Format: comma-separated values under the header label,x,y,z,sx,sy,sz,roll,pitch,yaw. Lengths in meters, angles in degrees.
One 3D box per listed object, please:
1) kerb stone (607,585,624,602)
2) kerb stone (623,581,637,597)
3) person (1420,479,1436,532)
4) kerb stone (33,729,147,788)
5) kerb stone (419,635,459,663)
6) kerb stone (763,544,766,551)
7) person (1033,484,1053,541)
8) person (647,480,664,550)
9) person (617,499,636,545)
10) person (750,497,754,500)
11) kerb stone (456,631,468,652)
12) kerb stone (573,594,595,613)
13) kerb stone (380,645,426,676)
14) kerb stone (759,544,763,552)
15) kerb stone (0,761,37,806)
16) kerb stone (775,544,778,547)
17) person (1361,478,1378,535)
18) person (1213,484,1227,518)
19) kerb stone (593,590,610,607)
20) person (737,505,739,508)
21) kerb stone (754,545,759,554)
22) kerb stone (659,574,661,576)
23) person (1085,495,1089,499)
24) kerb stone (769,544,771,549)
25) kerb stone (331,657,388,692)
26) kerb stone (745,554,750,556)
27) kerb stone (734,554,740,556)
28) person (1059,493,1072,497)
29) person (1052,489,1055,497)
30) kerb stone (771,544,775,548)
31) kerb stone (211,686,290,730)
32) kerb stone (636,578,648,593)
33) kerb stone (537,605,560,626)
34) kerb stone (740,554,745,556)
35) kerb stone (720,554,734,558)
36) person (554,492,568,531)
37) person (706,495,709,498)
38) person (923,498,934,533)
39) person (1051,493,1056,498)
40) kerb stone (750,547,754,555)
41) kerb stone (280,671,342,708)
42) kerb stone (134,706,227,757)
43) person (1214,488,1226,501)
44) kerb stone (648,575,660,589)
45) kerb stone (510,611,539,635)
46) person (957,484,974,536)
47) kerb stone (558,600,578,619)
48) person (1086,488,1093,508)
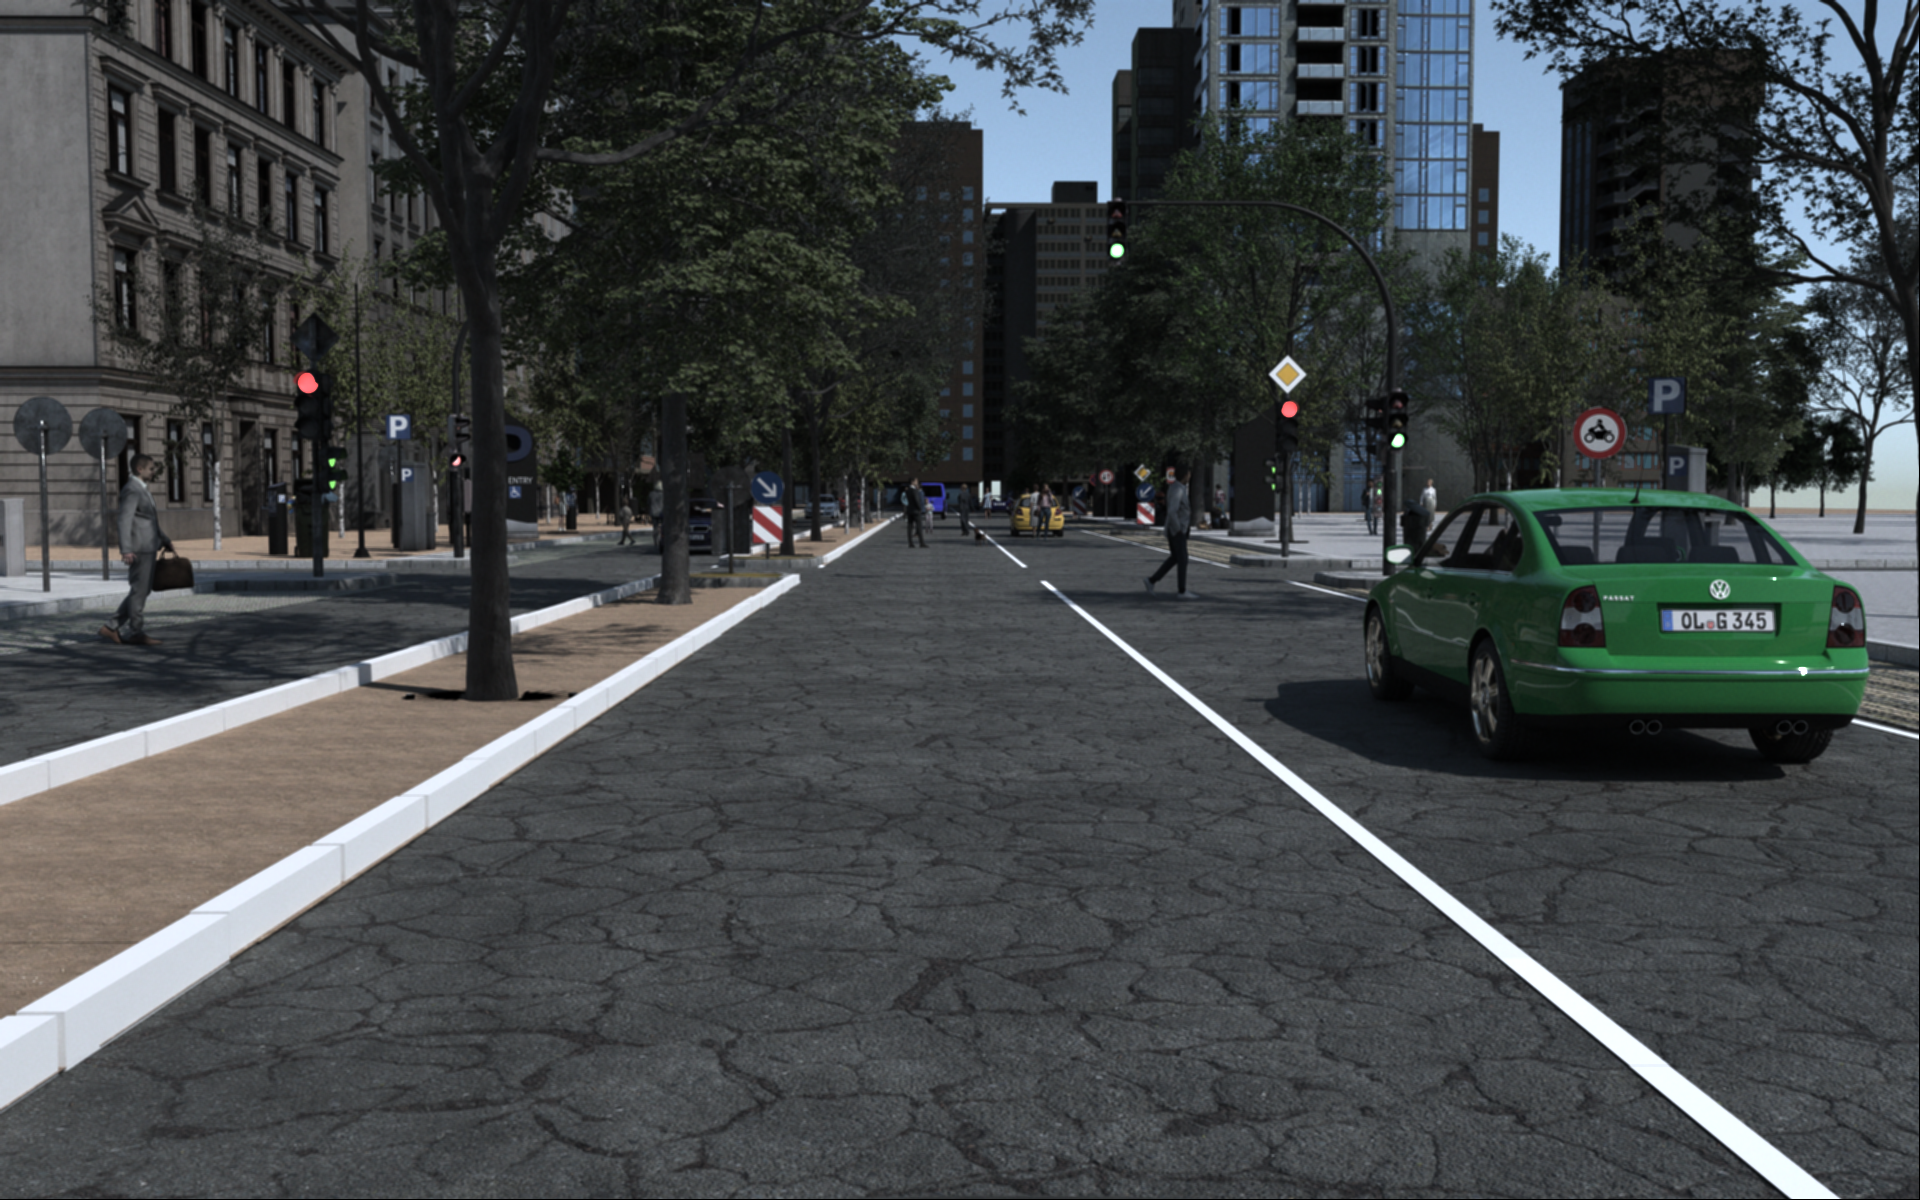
label,x,y,z,sx,sy,sz,roll,pitch,yaw
kerb stone,-4.681,-0.060,23.189,0.120,0.150,1.000,0,4,-1
kerb stone,-4.691,-0.123,24.210,0.120,0.150,1.000,0,4,-1
person,16.085,-3.248,59.375,0.478,1.798,0.641,3,5,42
kerb stone,-4.458,0.816,8.854,0.120,0.150,1.000,0,4,-1
kerb stone,-4.559,0.440,15.001,0.120,0.150,1.000,0,4,-1
kerb stone,-4.985,-1.286,43.221,0.120,0.150,1.000,0,4,-1
person,2.548,-2.700,53.241,0.593,1.750,0.643,0,4,-2
person,-7.815,-2.214,44.874,0.537,1.800,0.526,1,4,8
person,-9.333,-2.173,48.303,0.640,1.303,0.475,1,4,19
person,-18.934,-9.271,157.633,1.348,1.822,0.705,2,4,27
kerb stone,-4.566,0.383,16.025,0.120,0.150,1.000,0,4,-1
kerb stone,-4.645,0.064,21.145,0.120,0.150,1.000,0,4,-1
kerb stone,-4.536,0.505,13.979,0.120,0.150,1.000,0,4,-1
kerb stone,-4.968,-1.223,42.193,0.120,0.150,1.000,0,4,-1
kerb stone,-4.440,0.878,7.832,0.120,0.150,1.000,0,4,-1
kerb stone,-5.031,-1.474,46.297,0.120,0.150,1.000,0,4,-1
person,12.914,-2.933,54.351,0.623,1.781,0.721,0,4,-8
person,11.469,-4.247,76.313,0.643,1.720,0.563,3,5,45
kerb stone,-4.667,0.002,22.167,0.120,0.150,1.000,0,4,-1
person,-19.034,-8.760,149.722,0.683,1.767,0.568,3,5,42
kerb stone,-4.952,-1.161,41.171,0.120,0.150,1.000,0,4,-1
kerb stone,-4.733,-0.312,27.296,0.120,0.150,1.000,0,4,-1
person,9.937,-8.248,140.902,0.705,1.823,1.348,-3,5,-39
kerb stone,-5.003,-1.349,44.246,0.120,0.150,1.000,0,4,-1
kerb stone,-4.515,0.565,12.957,0.120,0.150,1.000,0,4,-1
kerb stone,-4.921,-1.034,39.121,0.120,0.150,1.000,0,4,-1
kerb stone,-4.884,-0.907,37.071,0.120,0.150,1.000,0,4,-1
person,10.365,-10.023,169.914,1.348,1.824,0.705,0,4,8
person,9.139,-10.163,172.078,0.599,1.838,0.709,0,4,4
kerb stone,-5.013,-1.410,45.275,0.120,0.150,1.000,0,4,-1
kerb stone,-4.489,0.690,10.914,0.120,0.150,1.000,0,4,-1
kerb stone,-4.719,-0.186,25.235,0.120,0.150,1.000,0,4,-1
kerb stone,-4.610,0.195,19.094,0.120,0.150,1.000,0,4,-1
kerb stone,-4.905,-0.972,38.095,0.120,0.150,1.000,0,4,-1
kerb stone,-4.877,-0.842,36.042,0.120,0.150,1.000,0,4,-1
person,-13.992,-3.286,60.774,0.512,1.701,0.522,3,4,39
person,-19.238,-7.472,128.354,1.348,1.807,0.705,-1,4,-8
person,-1.137,-3.084,63.196,0.425,1.301,0.394,-2,4,-23
person,9.423,-10.670,181.225,1.217,1.735,0.721,1,4,22
kerb stone,-4.939,-1.098,40.146,0.120,0.150,1.000,0,4,-1
kerb stone,-4.510,0.630,11.936,0.120,0.150,1.000,0,4,-1
kerb stone,-4.465,0.753,9.879,0.120,0.150,1.000,0,4,-1
person,16.272,-6.229,108.231,0.721,1.781,0.623,1,4,14
kerb stone,-4.725,-0.249,26.267,0.120,0.150,1.000,0,4,-1
kerb stone,-4.596,0.252,18.070,0.120,0.150,1.000,0,4,-1
person,0.199,-3.094,59.510,0.534,1.772,0.576,2,4,30
kerb stone,-4.630,0.133,20.123,0.120,0.150,1.000,0,4,-1
person,12.020,-9.522,161.747,1.348,1.821,0.705,-2,4,-33
